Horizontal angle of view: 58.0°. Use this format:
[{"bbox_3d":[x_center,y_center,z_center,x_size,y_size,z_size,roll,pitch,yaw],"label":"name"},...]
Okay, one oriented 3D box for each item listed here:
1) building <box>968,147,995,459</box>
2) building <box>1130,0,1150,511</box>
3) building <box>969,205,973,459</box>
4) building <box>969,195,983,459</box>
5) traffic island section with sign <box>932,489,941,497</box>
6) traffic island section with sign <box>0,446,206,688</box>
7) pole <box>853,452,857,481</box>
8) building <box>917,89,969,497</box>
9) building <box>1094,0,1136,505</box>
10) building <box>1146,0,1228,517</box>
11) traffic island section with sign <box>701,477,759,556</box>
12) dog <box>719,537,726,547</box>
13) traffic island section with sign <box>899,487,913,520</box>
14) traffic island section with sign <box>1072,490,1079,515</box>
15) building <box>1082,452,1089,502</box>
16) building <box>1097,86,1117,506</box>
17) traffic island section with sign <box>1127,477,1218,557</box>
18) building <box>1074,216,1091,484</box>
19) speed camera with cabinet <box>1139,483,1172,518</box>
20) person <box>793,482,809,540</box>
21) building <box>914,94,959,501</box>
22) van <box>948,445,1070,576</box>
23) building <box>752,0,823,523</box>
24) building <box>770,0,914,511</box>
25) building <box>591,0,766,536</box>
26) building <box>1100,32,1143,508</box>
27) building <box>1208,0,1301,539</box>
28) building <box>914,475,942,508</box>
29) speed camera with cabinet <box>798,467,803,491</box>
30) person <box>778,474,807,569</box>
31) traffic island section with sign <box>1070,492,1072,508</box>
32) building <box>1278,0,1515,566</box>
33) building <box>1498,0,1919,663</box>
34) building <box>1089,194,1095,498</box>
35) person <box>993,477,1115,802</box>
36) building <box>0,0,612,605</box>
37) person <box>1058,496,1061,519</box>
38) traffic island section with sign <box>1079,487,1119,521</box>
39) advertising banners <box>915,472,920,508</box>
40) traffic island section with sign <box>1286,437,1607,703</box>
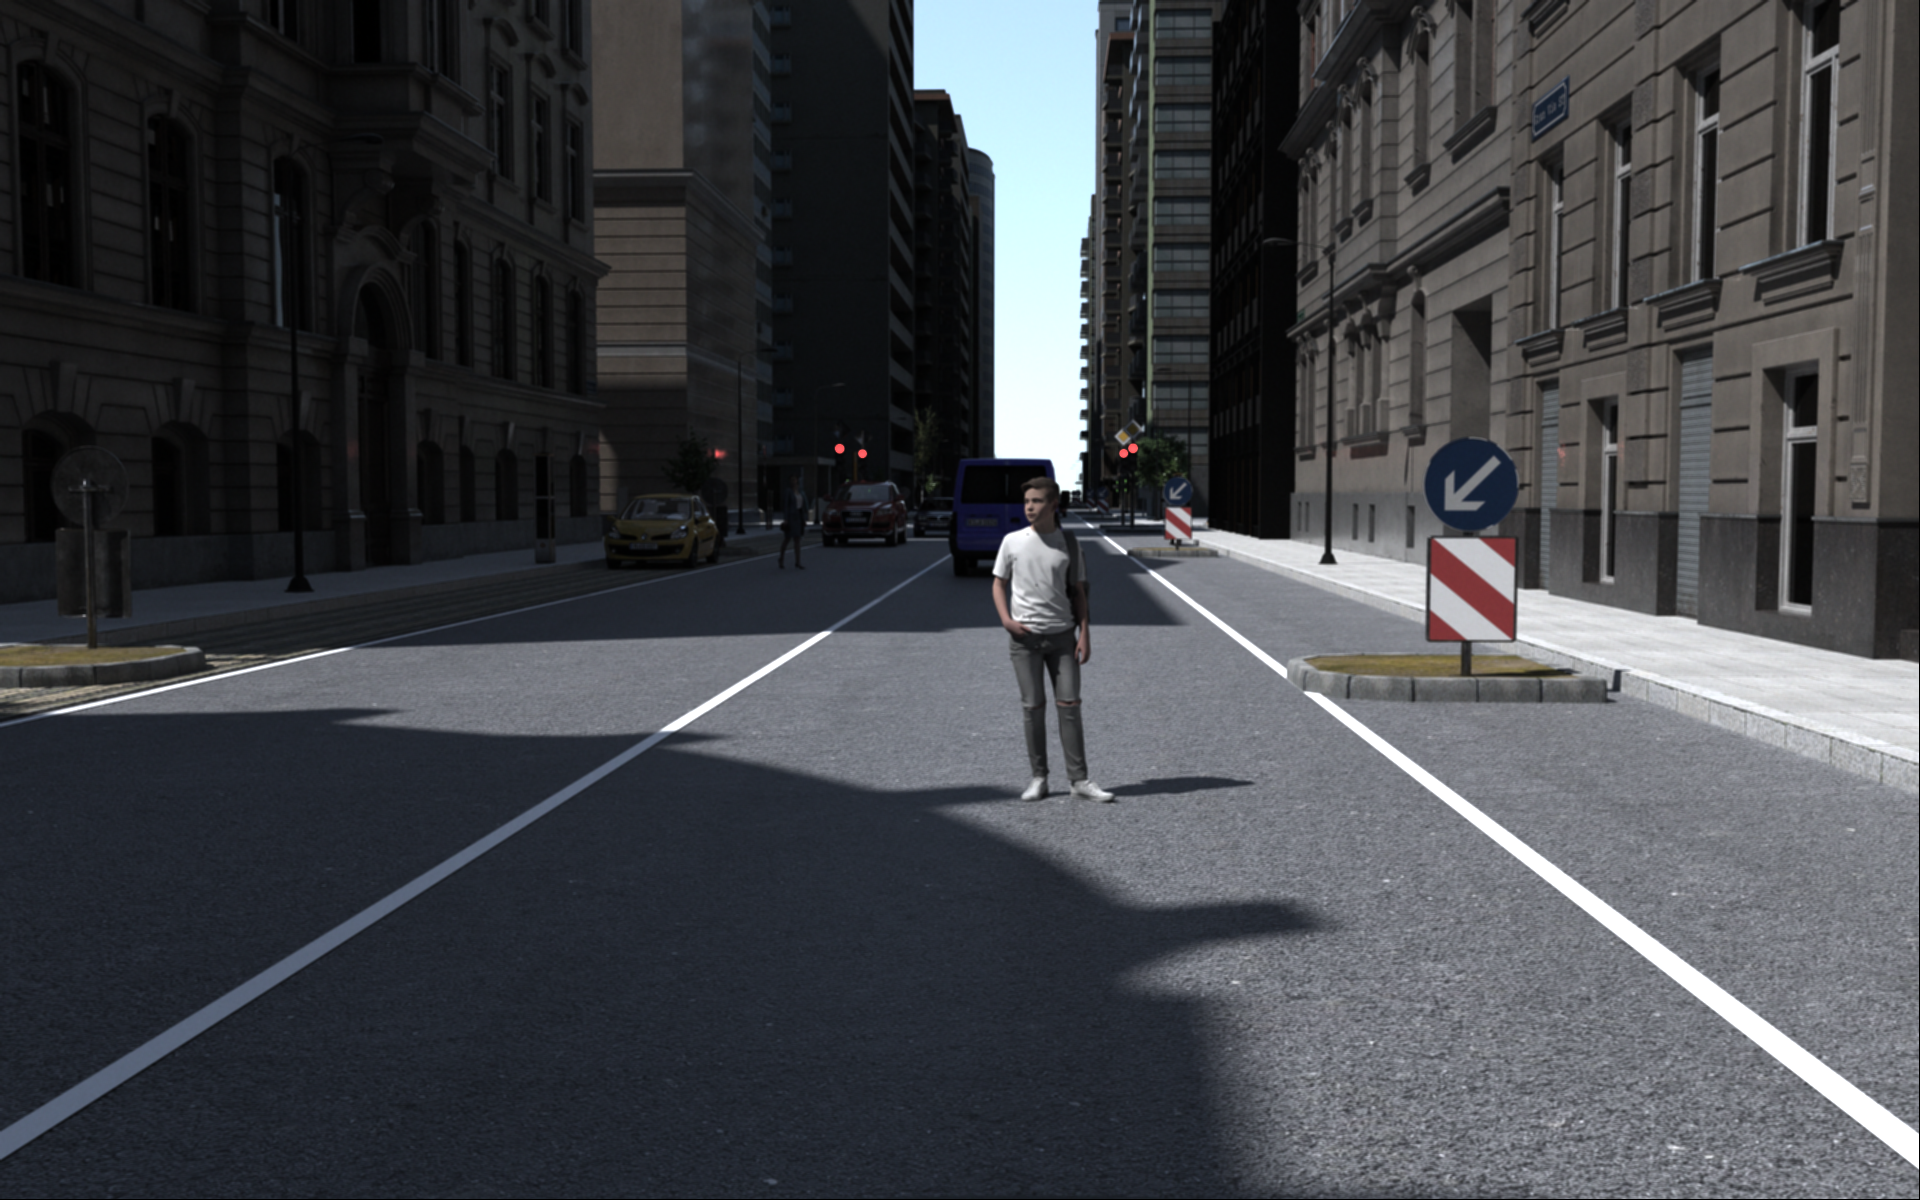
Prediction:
[{"bbox_3d":[-5.139,-45.706,289.297,21.231,58.520,28.212,0,4,3],"label":"building"},{"bbox_3d":[24.326,-31.285,131.114,23.786,49.044,30.456,0,4,3],"label":"building"},{"bbox_3d":[-5.550,-33.956,238.779,14.154,41.232,14.086,0,4,3],"label":"building"},{"bbox_3d":[-3.873,-36.856,252.704,14.600,45.320,14.200,0,4,3],"label":"building"},{"bbox_3d":[-1.625,-6.937,122.049,1.989,1.847,2.006,0,4,3],"label":"traffic island section with sign"},{"bbox_3d":[-7.149,-0.306,13.639,1.989,1.847,2.006,0,4,3],"label":"traffic island section with sign"},{"bbox_3d":[-5.034,-5.455,83.024,0.158,3.312,0.155,0,3,0],"label":"pole"},{"bbox_3d":[-10.032,-35.978,211.948,21.300,48.544,21.600,0,4,3],"label":"building"},{"bbox_3d":[26.731,-40.724,207.840,21.231,58.520,28.212,0,4,3],"label":"building"},{"bbox_3d":[17.996,-25.555,101.421,14.154,41.232,14.086,0,4,3],"label":"building"},{"bbox_3d":[-5.784,-1.953,40.560,1.989,1.847,2.006,0,4,3],"label":"traffic island section with sign"},{"bbox_3d":[-6.079,-1.693,44.516,0.513,0.831,0.800,2,4,34],"label":"dog"},{"bbox_3d":[-3.009,-5.267,94.747,1.989,1.847,2.006,0,4,3],"label":"traffic island section with sign"},{"bbox_3d":[9.017,-6.899,121.429,1.989,1.847,2.006,0,4,3],"label":"traffic island section with sign"},{"bbox_3d":[29.862,-57.873,258.887,22.319,86.520,31.000,0,4,3],"label":"building"},{"bbox_3d":[22.210,-32.807,186.508,14.600,45.320,14.200,0,4,3],"label":"building"},{"bbox_3d":[4.884,-1.927,40.130,1.989,1.847,2.006,0,4,3],"label":"traffic island section with sign"},{"bbox_3d":[31.286,-41.044,290.669,23.786,49.044,30.456,0,4,3],"label":"building"},{"bbox_3d":[10.670,-6.051,93.265,2.038,3.252,0.660,0,4,-6],"label":"speed camera with cabinet"},{"bbox_3d":[-5.060,-2.792,54.172,0.660,1.820,0.620,-1,4,-9],"label":"person"},{"bbox_3d":[-11.565,-32.556,186.921,22.147,44.769,28.867,0,4,3],"label":"building"},{"bbox_3d":[0.917,-1.693,32.070,2.240,2.365,5.245,0,4,3],"label":"van"},{"bbox_3d":[-22.414,-24.042,84.975,32.217,40.220,23.993,0,4,3],"label":"building"},{"bbox_3d":[-14.641,-30.409,120.882,21.300,48.544,21.600,0,4,3],"label":"building"},{"bbox_3d":[-17.527,-16.669,58.448,20.117,28.700,13.634,0,4,3],"label":"building"},{"bbox_3d":[24.645,-31.156,164.028,22.147,44.769,28.867,0,4,3],"label":"building"},{"bbox_3d":[15.023,-13.834,55.867,12.332,23.373,15.834,0,4,3],"label":"building"},{"bbox_3d":[-18.062,-28.691,160.975,32.217,40.220,23.993,0,4,3],"label":"building"},{"bbox_3d":[-8.223,-6.343,98.050,2.038,3.252,0.660,0,4,0],"label":"speed camera with cabinet"},{"bbox_3d":[-3.225,-1.514,33.270,0.581,1.822,0.654,-3,4,-37],"label":"person"},{"bbox_3d":[11.607,-10.000,172.127,1.989,1.847,2.006,0,4,3],"label":"traffic island section with sign"},{"bbox_3d":[14.792,-15.190,35.745,14.401,28.519,23.554,0,4,3],"label":"building"},{"bbox_3d":[12.664,-13.100,11.451,12.463,27.353,25.104,0,4,3],"label":"building"},{"bbox_3d":[24.825,-33.892,237.724,14.154,41.232,14.086,0,4,3],"label":"building"},{"bbox_3d":[0.436,0.182,8.121,0.503,1.515,0.523,-2,4,-33],"label":"person"},{"bbox_3d":[-15.723,-12.882,29.699,14.460,24.649,34.723,0,4,3],"label":"building"},{"bbox_3d":[5.532,-5.534,99.212,0.641,1.798,0.478,2,4,25],"label":"person"},{"bbox_3d":[7.655,-5.253,94.508,1.989,1.847,2.006,0,4,3],"label":"traffic island section with sign"},{"bbox_3d":[-3.338,-8.532,135.679,0.090,3.025,2.074,-1,4,-12],"label":"advertising banners"},{"bbox_3d":[3.493,-0.259,12.856,1.989,1.847,2.006,0,4,3],"label":"traffic island section with sign"}]
